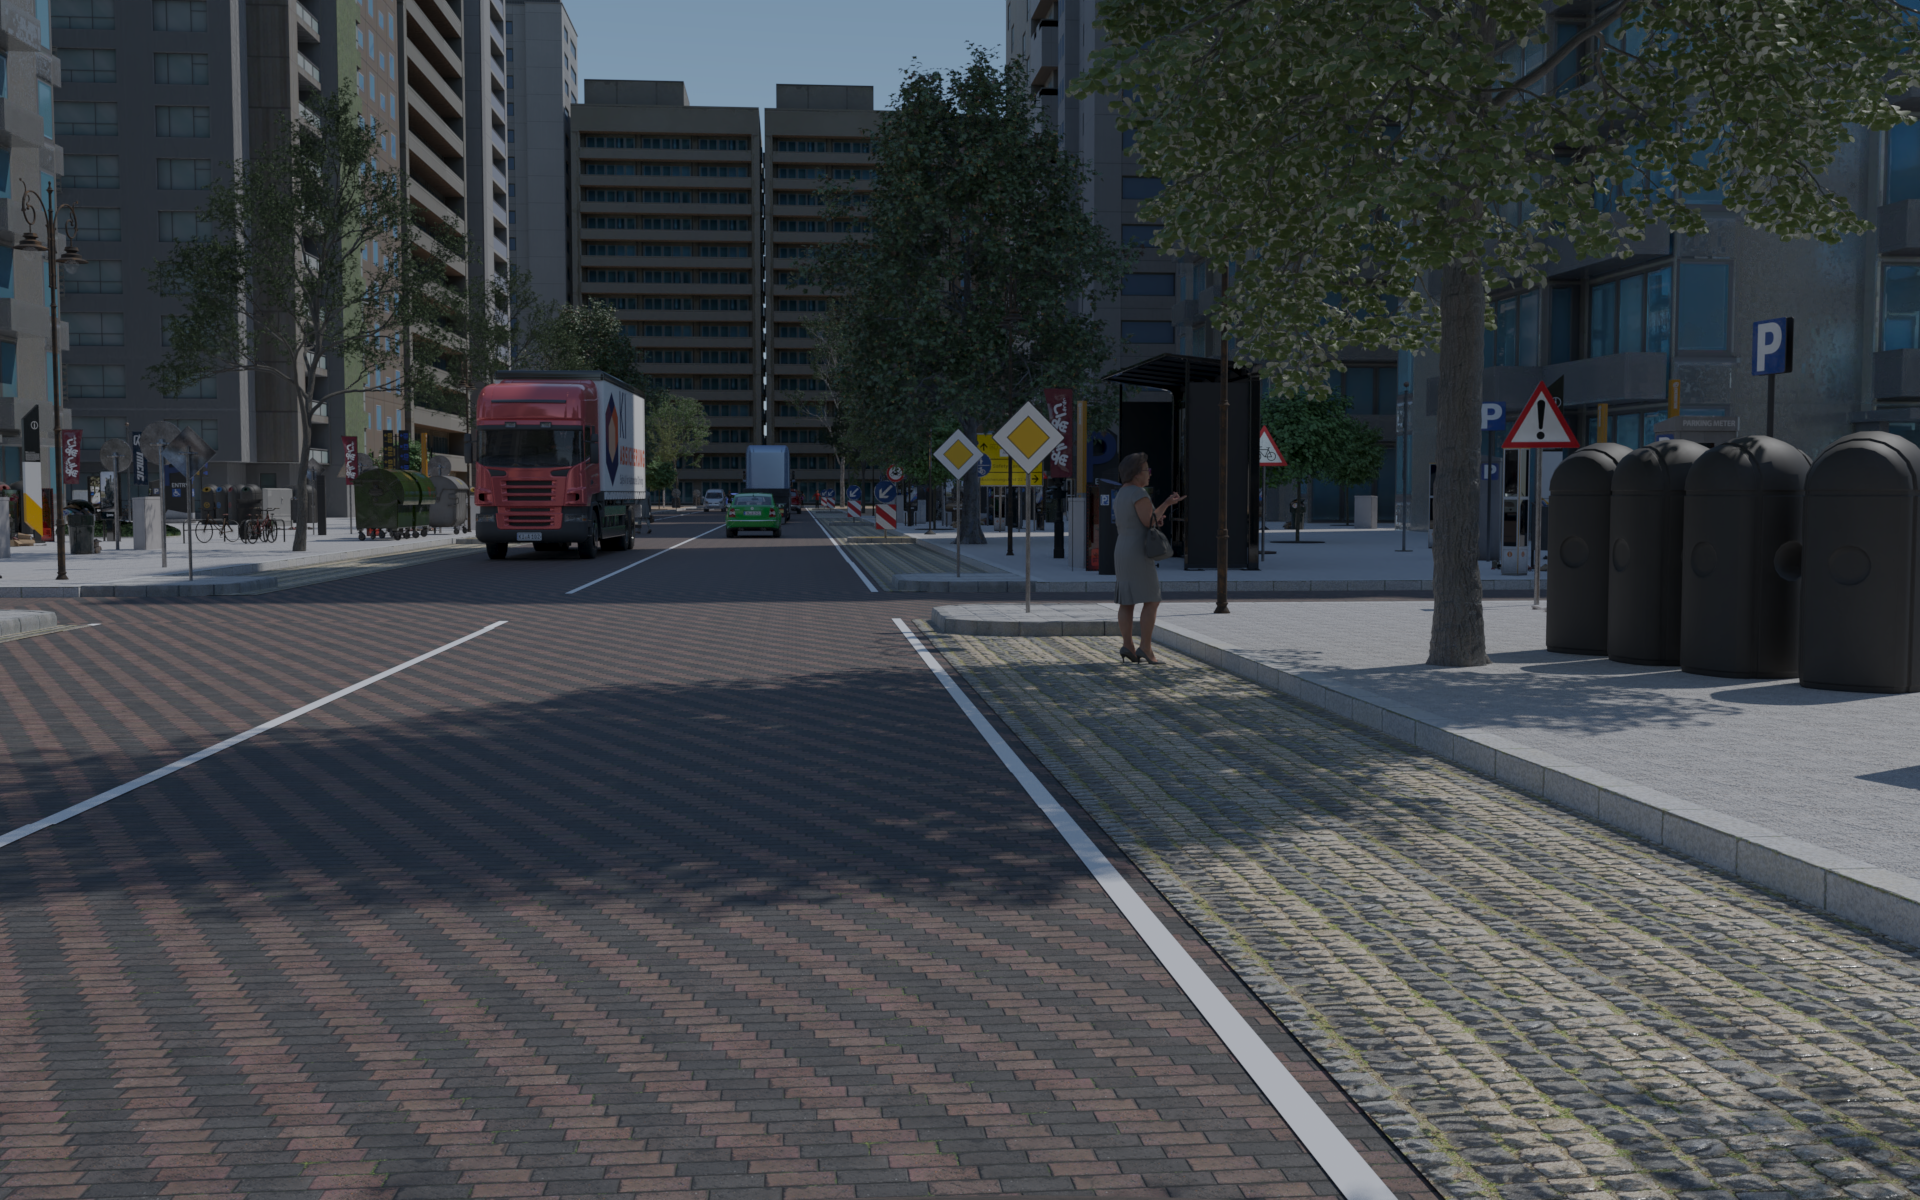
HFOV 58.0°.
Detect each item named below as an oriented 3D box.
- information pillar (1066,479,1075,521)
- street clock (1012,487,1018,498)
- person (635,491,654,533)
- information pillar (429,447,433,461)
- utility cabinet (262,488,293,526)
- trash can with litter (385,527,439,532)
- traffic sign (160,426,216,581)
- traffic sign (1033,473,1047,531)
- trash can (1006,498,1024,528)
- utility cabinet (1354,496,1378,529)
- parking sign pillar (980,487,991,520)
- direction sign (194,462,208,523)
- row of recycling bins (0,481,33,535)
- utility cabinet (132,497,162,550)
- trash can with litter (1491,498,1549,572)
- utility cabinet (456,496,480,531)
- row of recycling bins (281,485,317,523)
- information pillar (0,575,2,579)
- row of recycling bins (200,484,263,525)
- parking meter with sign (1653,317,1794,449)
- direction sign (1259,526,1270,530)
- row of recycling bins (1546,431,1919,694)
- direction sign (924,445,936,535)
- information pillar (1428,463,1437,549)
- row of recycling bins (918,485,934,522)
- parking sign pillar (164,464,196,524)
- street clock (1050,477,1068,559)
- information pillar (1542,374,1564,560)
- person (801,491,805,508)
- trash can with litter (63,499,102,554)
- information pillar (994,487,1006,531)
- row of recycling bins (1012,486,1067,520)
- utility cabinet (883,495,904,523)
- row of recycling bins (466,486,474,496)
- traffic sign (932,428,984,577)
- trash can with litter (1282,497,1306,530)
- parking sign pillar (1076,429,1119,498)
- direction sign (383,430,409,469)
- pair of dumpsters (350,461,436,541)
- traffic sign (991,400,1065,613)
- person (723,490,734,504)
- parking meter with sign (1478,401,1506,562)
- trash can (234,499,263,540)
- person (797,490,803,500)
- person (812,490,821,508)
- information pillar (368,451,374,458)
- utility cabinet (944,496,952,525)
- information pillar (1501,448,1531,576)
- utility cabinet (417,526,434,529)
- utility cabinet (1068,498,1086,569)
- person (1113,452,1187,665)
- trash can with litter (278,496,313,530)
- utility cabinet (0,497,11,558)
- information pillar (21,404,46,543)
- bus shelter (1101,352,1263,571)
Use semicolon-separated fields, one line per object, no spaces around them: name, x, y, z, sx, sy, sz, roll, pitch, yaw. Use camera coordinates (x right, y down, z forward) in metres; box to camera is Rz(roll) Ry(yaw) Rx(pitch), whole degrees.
information pillar;5.326;-4.816;83.241;0.304;2.012;0.304;3;5;42
street clock;2.363;-4.361;75.880;0.358;2.002;0.471;-1;4;-9
person;-11.515;-3.325;62.960;0.694;1.812;0.767;-3;5;-39
information pillar;-26.342;-5.807;86.305;0.183;3.616;0.504;-2;4;-26
utility cabinet;-26.924;-3.651;68.378;0.318;1.500;1.173;2;4;29
trash can with litter;-19.078;-2.978;59.744;2.233;1.210;1.678;-1;4;-23
traffic sign;-11.373;-1.340;25.558;0.795;2.450;0.064;0;4;-5
traffic sign;2.570;-3.657;59.790;0.884;2.594;0.081;0;4;2
trash can;2.089;-3.310;65.775;0.748;1.137;0.748;0;3;0
utility cabinet;15.045;-3.243;64.184;0.306;1.237;1.020;-2;4;-24
parking sign pillar;0.665;-5.235;74.067;1.447;3.967;1.447;1;4;21
direction sign;-34.069;-5.246;77.773;0.379;3.537;0.876;1;4;16
row of recycling bins;-30.288;-2.855;53.791;1.069;1.692;3.534;1;4;19
utility cabinet;-18.851;-1.773;40.157;0.306;1.237;1.020;0;4;-5
trash can with litter;9.639;-1.114;29.273;1.678;1.210;2.233;-2;4;-33
utility cabinet;-17.404;-3.065;61.268;0.306;1.237;1.020;2;4;35
row of recycling bins;-29.629;-4.301;77.437;1.069;1.692;3.534;-2;4;-35
information pillar;-14.739;-2.138;26.305;0.183;3.616;0.504;-2;4;-34
row of recycling bins;-30.542;-4.008;72.644;3.534;1.692;1.069;2;4;32
parking meter with sign;7.283;-1.282;17.214;1.738;3.016;0.543;-1;4;-9
direction sign;10.886;-4.273;61.869;0.876;3.537;0.379;0;4;7
row of recycling bins;5.577;-0.344;12.744;1.069;1.692;3.534;-1;4;-17
direction sign;-0.951;-3.843;54.832;0.379;3.537;0.876;0;4;3
information pillar;11.231;-2.216;40.718;0.304;2.012;0.304;-3;4;-39
row of recycling bins;-1.866;-4.441;79.720;1.069;1.692;3.534;1;4;9
parking sign pillar;-34.264;-5.341;75.800;1.447;3.967;1.447;-1;4;-11
street clock;1.976;-1.831;34.509;0.358;2.002;0.471;1;4;16
information pillar;11.545;-2.601;33.883;0.504;3.616;0.183;1;4;12
person;-16.199;-10.258;176.900;0.721;1.739;1.217;3;4;37
trash can with litter;-18.761;-1.567;37.011;0.624;1.170;1.055;-1;4;-11
information pillar;1.377;-3.400;60.075;0.304;2.012;0.304;2;4;34
row of recycling bins;3.555;-4.816;85.852;3.534;1.692;1.069;2;4;32
utility cabinet;-2.879;-4.029;77.038;1.020;1.237;0.306;1;4;9
row of recycling bins;-21.137;-4.390;78.887;3.534;1.692;1.069;-2;4;-33
traffic sign;-0.028;-1.405;26.616;0.795;2.450;0.064;0;4;-5
trash can with litter;12.029;-3.132;62.594;0.624;1.170;1.055;-2;4;-24
parking sign pillar;4.263;-3.968;53.341;1.447;3.967;1.447;-1;4;-16
direction sign;-19.917;-4.235;61.238;0.876;3.537;0.379;-2;4;-26
pair of dumpsters;-16.179;-2.873;49.459;1.574;2.255;4.437;0;4;-5
traffic sign;0.731;-0.919;18.667;0.795;2.450;0.064;0;4;-5
person;-17.777;-7.625;133.890;1.217;1.735;0.721;-2;4;-27
parking meter with sign;10.297;-2.278;33.512;0.543;3.016;1.738;1;4;20
trash can;-20.054;-2.276;48.864;0.748;1.137;0.748;0;3;0
person;-12.595;-7.802;136.591;0.721;1.766;1.217;1;4;12
person;-13.270;-9.343;161.201;1.348;1.831;0.705;-3;5;-40
information pillar;-32.125;-6.297;94.303;0.504;3.616;0.183;-1;4;-10
utility cabinet;-0.510;-3.671;71.190;0.306;1.237;1.020;0;4;-5
information pillar;8.756;-1.395;27.297;0.304;2.012;0.304;-3;5;-41
utility cabinet;-19.299;-3.108;61.983;1.020;1.237;0.306;0;4;-2
utility cabinet;2.168;-1.169;30.281;0.306;1.237;1.020;-1;4;-12
person;1.597;-0.347;14.535;0.532;1.782;0.716;-1;4;-19
trash can with litter;-24.132;-3.117;62.026;2.233;1.210;1.678;-3;5;-39
utility cabinet;-19.283;-1.417;34.324;0.306;1.237;1.020;0;4;5
information pillar;-24.070;-3.277;44.940;0.183;3.616;0.504;1;4;22
bus shelter;3.977;-2.487;31.953;1.731;3.624;6.357;0;4;-5
